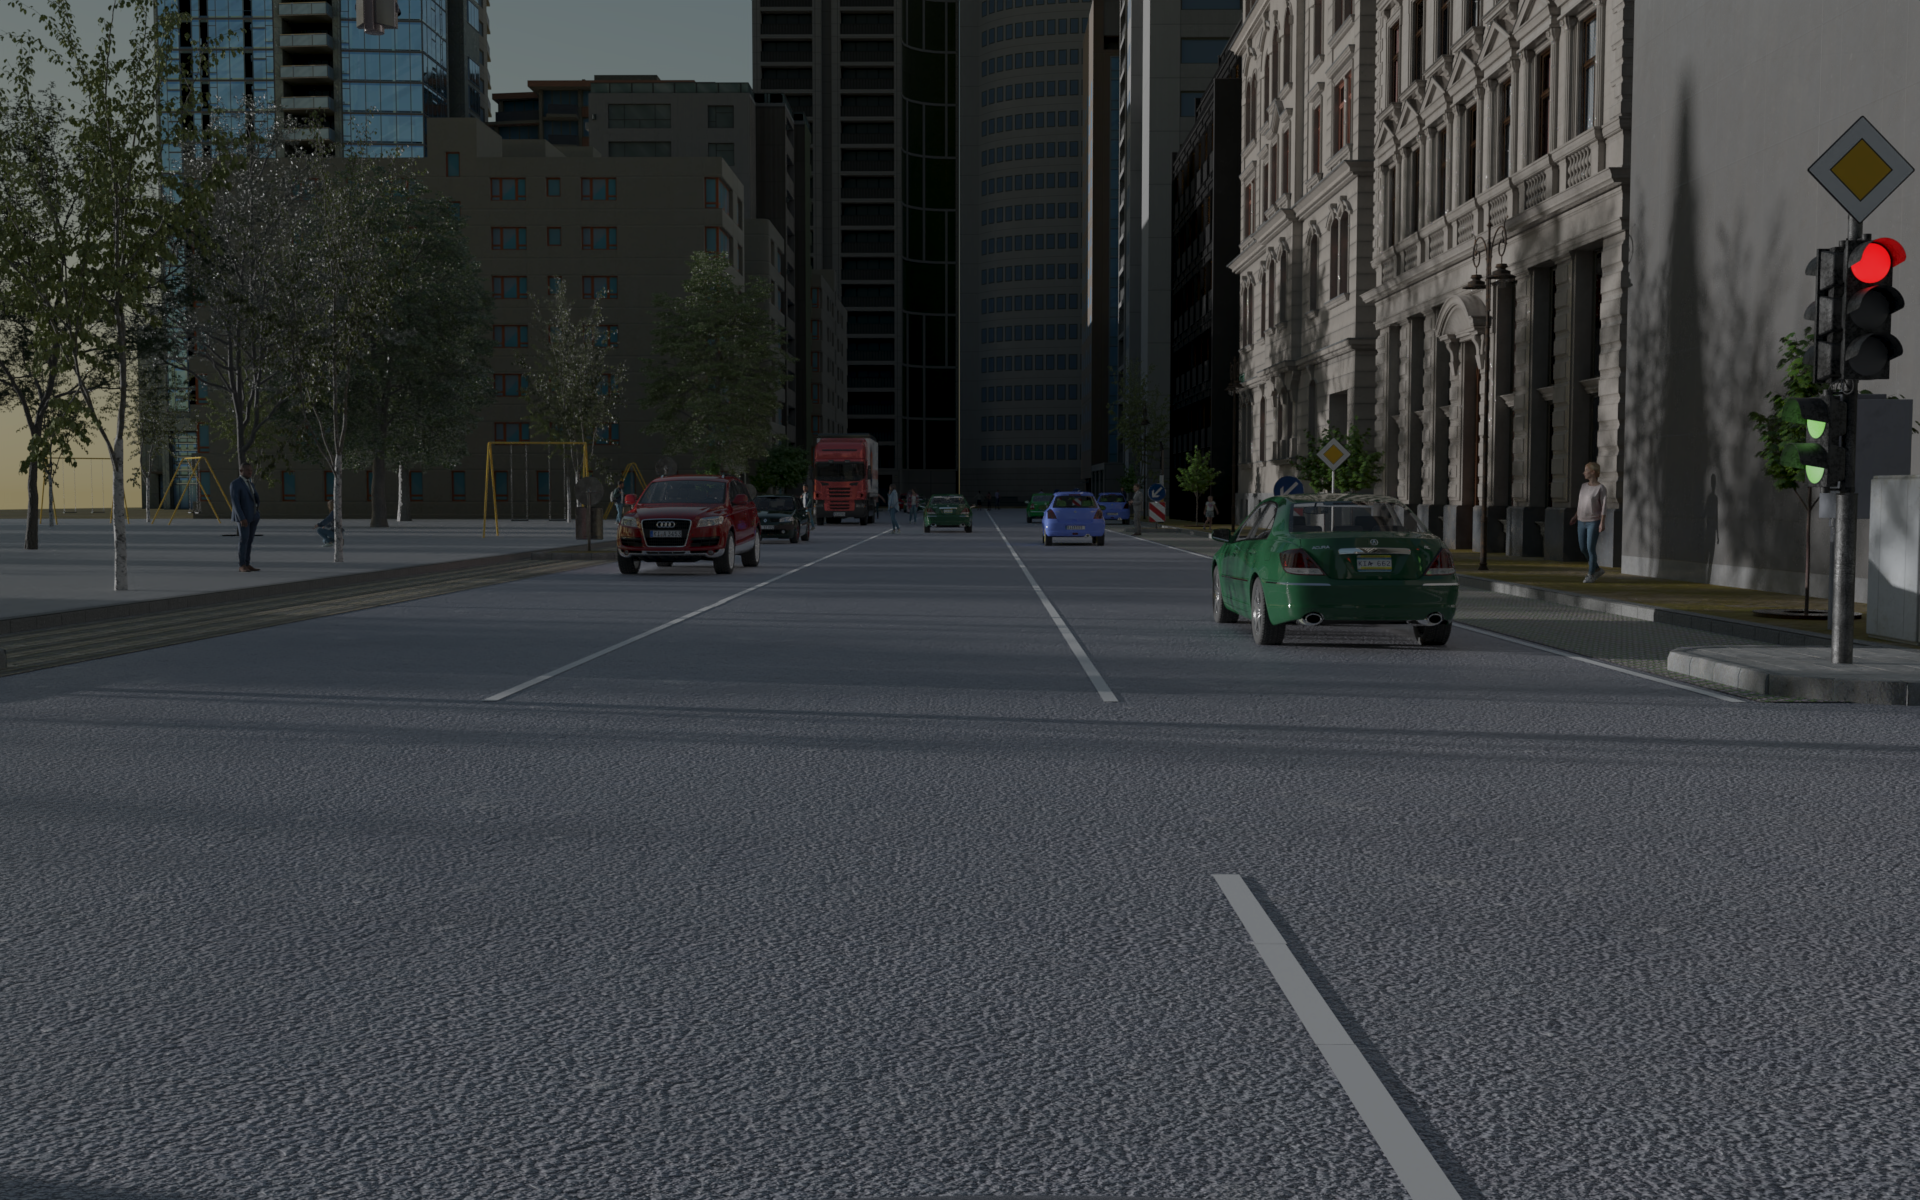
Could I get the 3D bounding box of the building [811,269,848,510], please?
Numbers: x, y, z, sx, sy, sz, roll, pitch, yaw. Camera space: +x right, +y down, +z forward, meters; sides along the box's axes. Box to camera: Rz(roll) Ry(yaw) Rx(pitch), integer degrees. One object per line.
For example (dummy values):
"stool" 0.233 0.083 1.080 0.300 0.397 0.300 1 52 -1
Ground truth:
"building" -25.230 -18.676 150.392 28.899 21.520 27.650 0 4 1

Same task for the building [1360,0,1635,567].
"building" 16.270 -12.834 38.720 11.050 23.489 19.941 0 4 1

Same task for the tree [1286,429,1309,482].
"tree" 9.414 -3.040 44.303 1.663 3.219 1.824 0 3 0

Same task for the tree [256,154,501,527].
"tree" -22.477 -9.799 66.876 9.857 13.997 8.962 0 3 0

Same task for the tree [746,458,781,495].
"tree" -10.677 -5.983 92.416 1.663 3.219 1.824 0 3 0

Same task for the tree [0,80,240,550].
"tree" -21.303 -6.430 39.539 8.767 10.594 7.601 -3 5 -42

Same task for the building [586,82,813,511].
"building" -18.357 -21.619 125.164 14.160 30.474 14.107 0 4 1

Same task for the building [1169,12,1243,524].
"building" 16.816 -15.329 80.315 12.332 23.373 15.834 0 4 1

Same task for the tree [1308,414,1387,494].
"tree" 9.569 -2.895 41.928 1.663 3.219 1.824 0 3 0

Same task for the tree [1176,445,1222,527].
"tree" 9.273 -4.490 68.018 1.663 3.219 1.824 0 3 0

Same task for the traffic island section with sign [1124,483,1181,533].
"traffic island section with sign" 7.185 -3.438 64.839 1.989 1.847 2.006 0 4 1

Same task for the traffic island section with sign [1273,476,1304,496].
"traffic island section with sign" 6.943 -1.789 37.885 1.989 1.847 2.006 0 4 1

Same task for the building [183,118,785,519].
"building" -25.883 -15.814 103.602 27.650 21.520 28.899 0 4 1

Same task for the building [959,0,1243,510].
"building" 13.980 -39.177 182.546 28.212 58.520 21.231 0 4 1

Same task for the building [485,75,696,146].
"building" -35.383 -32.379 184.013 28.867 44.769 22.147 0 4 1

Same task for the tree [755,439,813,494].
"tree" -10.126 -7.101 99.811 4.285 4.588 4.351 0 3 0

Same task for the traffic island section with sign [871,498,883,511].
"traffic island section with sign" -7.351 -8.229 143.178 1.989 1.847 2.006 0 4 1

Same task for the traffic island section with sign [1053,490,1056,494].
"traffic island section with sign" 7.871 -8.194 142.604 1.989 1.847 2.006 0 4 1

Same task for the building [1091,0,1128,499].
"building" 21.448 -42.742 137.087 20.563 71.187 20.611 0 4 1

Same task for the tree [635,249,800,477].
"tree" -11.424 -9.975 81.214 7.486 12.596 7.792 0 3 0

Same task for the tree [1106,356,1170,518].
"tree" 9.610 -8.655 91.874 4.737 8.622 4.395 0 3 0

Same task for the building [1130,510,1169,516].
"building" 21.410 -34.882 112.325 21.231 58.520 28.212 0 4 1

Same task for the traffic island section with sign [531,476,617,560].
"traffic island section with sign" -8.268 -1.817 38.333 1.989 1.847 2.006 0 4 1

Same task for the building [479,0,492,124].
"building" -64.714 -39.236 183.503 28.212 58.520 21.231 0 4 1

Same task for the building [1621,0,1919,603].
"building" 25.545 -12.298 20.132 30.058 24.678 14.314 0 4 1

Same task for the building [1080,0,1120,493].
"building" 18.279 -30.897 155.278 14.600 45.320 14.200 0 4 1

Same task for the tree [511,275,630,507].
"tree" -12.803 -6.574 57.841 4.360 8.622 3.978 0 3 0

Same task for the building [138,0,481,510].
"building" -55.160 -51.256 150.714 31.000 86.520 22.319 0 4 1

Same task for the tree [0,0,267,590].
"tree" -11.433 -4.432 22.829 4.737 8.622 4.395 0 3 0

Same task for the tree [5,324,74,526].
"tree" -35.831 -7.227 68.526 4.360 8.622 3.978 0 3 0

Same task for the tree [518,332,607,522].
"tree" -17.739 -7.817 78.177 4.737 8.622 4.395 0 3 0

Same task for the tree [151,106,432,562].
"tree" -11.958 -5.028 32.567 4.360 8.622 3.978 0 3 0

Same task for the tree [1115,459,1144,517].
"tree" 9.610 -6.249 96.776 1.663 3.219 1.824 0 3 0

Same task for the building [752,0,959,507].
"building" -10.435 -45.484 181.911 20.611 71.187 20.563 0 4 1

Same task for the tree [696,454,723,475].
"tree" -10.732 -4.962 75.726 1.663 3.219 1.824 0 3 0

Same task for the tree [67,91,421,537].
"tree" -21.701 -8.684 52.356 12.009 13.543 11.850 0 3 0

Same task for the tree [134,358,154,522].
"tree" -37.058 -7.881 79.213 4.360 8.622 3.978 0 3 0

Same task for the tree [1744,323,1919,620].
"tree" 8.767 -1.424 17.881 1.663 3.219 1.824 0 3 0

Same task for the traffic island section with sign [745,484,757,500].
"traffic island section with sign" -8.027 -3.486 65.622 1.989 1.847 2.006 0 4 1

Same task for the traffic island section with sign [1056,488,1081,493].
"traffic island section with sign" 7.641 -6.544 115.627 1.989 1.847 2.006 0 4 1

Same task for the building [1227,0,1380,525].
"building" 17.633 -16.703 60.492 14.401 28.519 23.554 0 4 1

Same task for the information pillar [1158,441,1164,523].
"information pillar" 8.877 -5.194 76.278 0.183 3.616 0.504 0 4 -5
